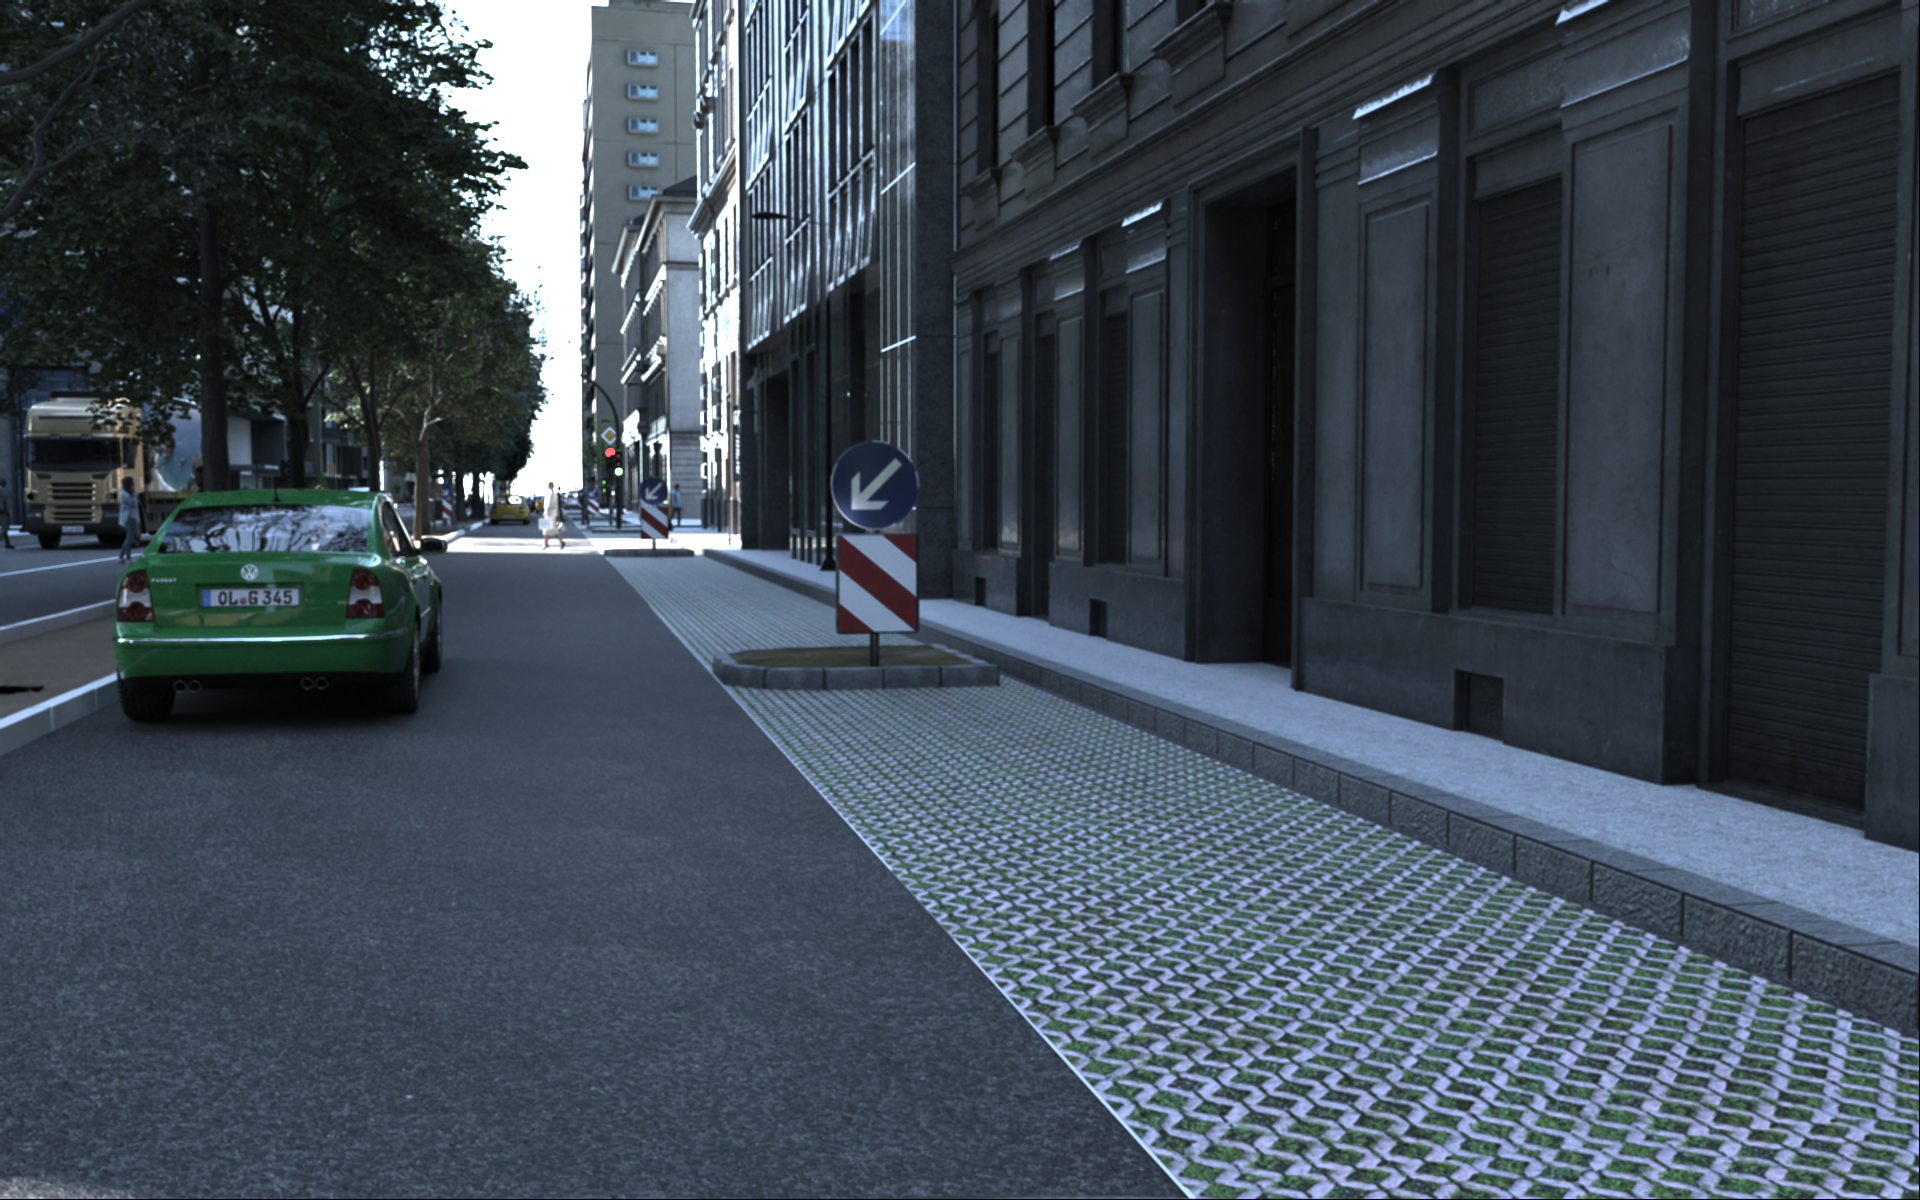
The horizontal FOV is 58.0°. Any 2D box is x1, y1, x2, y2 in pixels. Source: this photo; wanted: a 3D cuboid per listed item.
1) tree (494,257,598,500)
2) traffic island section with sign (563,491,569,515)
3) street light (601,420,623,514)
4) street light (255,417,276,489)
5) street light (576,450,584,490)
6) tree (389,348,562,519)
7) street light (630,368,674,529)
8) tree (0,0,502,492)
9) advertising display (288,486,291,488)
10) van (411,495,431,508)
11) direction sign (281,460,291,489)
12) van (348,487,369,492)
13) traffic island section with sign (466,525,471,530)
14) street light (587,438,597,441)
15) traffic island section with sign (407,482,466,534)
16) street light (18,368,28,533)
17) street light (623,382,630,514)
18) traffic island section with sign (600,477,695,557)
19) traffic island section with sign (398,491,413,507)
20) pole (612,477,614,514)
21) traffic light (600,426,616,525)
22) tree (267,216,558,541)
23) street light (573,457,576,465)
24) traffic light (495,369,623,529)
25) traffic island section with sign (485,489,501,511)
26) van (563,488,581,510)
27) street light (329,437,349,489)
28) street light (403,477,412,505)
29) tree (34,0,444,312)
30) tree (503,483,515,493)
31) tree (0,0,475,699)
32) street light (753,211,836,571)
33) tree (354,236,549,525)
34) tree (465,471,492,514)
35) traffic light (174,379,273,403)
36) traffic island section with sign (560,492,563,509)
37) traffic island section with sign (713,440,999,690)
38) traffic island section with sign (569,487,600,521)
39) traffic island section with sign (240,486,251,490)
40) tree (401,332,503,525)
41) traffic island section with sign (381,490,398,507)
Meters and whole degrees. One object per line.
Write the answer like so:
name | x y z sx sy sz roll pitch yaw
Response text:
tree | -35.314 -16.991 136.153 12.611 20.169 13.585 0 3 0
traffic island section with sign | -26.191 -6.791 119.659 1.989 1.847 2.006 -1 4 -13
street light | -21.807 -8.331 108.759 1.470 5.913 1.316 -1 4 -13
street light | -41.834 -8.065 104.407 1.470 5.913 1.316 -1 4 -13
street light | -39.360 -12.833 182.360 1.470 5.913 1.316 -1 4 -13
tree | -27.288 -10.878 97.312 9.611 12.733 9.660 0 3 0
street light | -11.346 -5.611 64.283 1.470 5.913 1.316 -1 4 -13
tree | -9.398 -6.184 21.693 7.486 12.596 7.792 0 3 0
advertising display | -52.127 -7.985 135.765 0.974 1.923 0.123 -3 4 -37
van | -54.932 -10.382 176.760 2.013 2.044 4.112 -1 4 -14
direction sign | -44.996 -7.564 115.667 0.876 3.537 0.379 2 4 27
van | -35.991 -5.913 103.681 2.013 2.044 4.112 -1 4 -13
traffic island section with sign | -20.830 -3.785 70.018 2.006 1.907 1.989 -1 4 -13
street light | -30.838 -10.658 146.805 1.470 5.913 1.316 -1 4 -13
traffic island section with sign | -19.123 -3.344 62.810 2.006 1.907 1.989 -1 4 -13
street light | -30.714 -5.213 57.777 1.470 5.913 1.316 -1 4 -13
street light | -13.180 -6.101 72.289 1.470 5.913 1.316 -1 4 -13
traffic island section with sign | -7.216 -1.918 39.986 1.989 1.847 2.006 -1 4 -13
traffic island section with sign | -60.876 -11.124 190.512 1.989 1.847 2.006 -1 4 -13
pole | -22.409 -7.195 111.483 0.158 3.312 0.155 0 3 0
traffic light | -14.502 -5.066 71.754 0.839 4.253 0.868 -1 4 -13
tree | -16.298 -7.013 51.537 8.767 10.594 7.601 -1 4 -13
street light | -50.488 -15.713 229.455 1.470 5.913 1.316 -1 4 -13
traffic light | -14.666 -5.425 63.363 4.771 5.953 1.251 -1 4 -13
traffic island section with sign | -38.254 -8.256 143.116 2.006 1.907 1.989 -1 4 -13
van | -35.758 -9.400 160.695 2.013 2.044 4.112 -1 4 -14
street light | -50.697 -10.348 141.728 1.470 5.913 1.316 -1 4 -13
street light | -67.777 -14.709 213.039 1.470 5.913 1.316 -1 4 -13
tree | -11.689 -6.239 30.213 9.928 11.665 9.643 0 3 0
tree | -34.530 -10.707 127.883 4.360 8.622 3.978 0 3 0
tree | -7.261 -6.070 12.068 12.009 13.543 11.850 0 3 0
street light | -2.718 -3.438 28.753 1.470 5.913 1.316 -1 4 -13
tree | -25.342 -10.920 87.646 9.857 13.997 8.962 0 3 0
tree | -33.634 -10.429 123.326 4.737 8.622 4.395 0 3 0
traffic light | -29.568 -5.721 68.199 4.771 5.953 1.251 -1 4 -13
traffic island section with sign | -37.948 -9.810 169.020 1.989 1.847 2.006 -1 4 -13
traffic island section with sign | -0.902 -0.300 13.538 1.989 1.847 2.006 -1 4 -13
traffic island section with sign | -19.853 -5.165 93.078 1.989 1.847 2.006 -1 4 -13
traffic island section with sign | -36.710 -4.920 89.067 1.989 1.847 2.006 -1 4 -13
tree | -21.084 -7.241 71.209 4.360 8.622 3.978 0 3 0
traffic island section with sign | -54.447 -9.476 163.555 1.989 1.847 2.006 -1 4 -13
